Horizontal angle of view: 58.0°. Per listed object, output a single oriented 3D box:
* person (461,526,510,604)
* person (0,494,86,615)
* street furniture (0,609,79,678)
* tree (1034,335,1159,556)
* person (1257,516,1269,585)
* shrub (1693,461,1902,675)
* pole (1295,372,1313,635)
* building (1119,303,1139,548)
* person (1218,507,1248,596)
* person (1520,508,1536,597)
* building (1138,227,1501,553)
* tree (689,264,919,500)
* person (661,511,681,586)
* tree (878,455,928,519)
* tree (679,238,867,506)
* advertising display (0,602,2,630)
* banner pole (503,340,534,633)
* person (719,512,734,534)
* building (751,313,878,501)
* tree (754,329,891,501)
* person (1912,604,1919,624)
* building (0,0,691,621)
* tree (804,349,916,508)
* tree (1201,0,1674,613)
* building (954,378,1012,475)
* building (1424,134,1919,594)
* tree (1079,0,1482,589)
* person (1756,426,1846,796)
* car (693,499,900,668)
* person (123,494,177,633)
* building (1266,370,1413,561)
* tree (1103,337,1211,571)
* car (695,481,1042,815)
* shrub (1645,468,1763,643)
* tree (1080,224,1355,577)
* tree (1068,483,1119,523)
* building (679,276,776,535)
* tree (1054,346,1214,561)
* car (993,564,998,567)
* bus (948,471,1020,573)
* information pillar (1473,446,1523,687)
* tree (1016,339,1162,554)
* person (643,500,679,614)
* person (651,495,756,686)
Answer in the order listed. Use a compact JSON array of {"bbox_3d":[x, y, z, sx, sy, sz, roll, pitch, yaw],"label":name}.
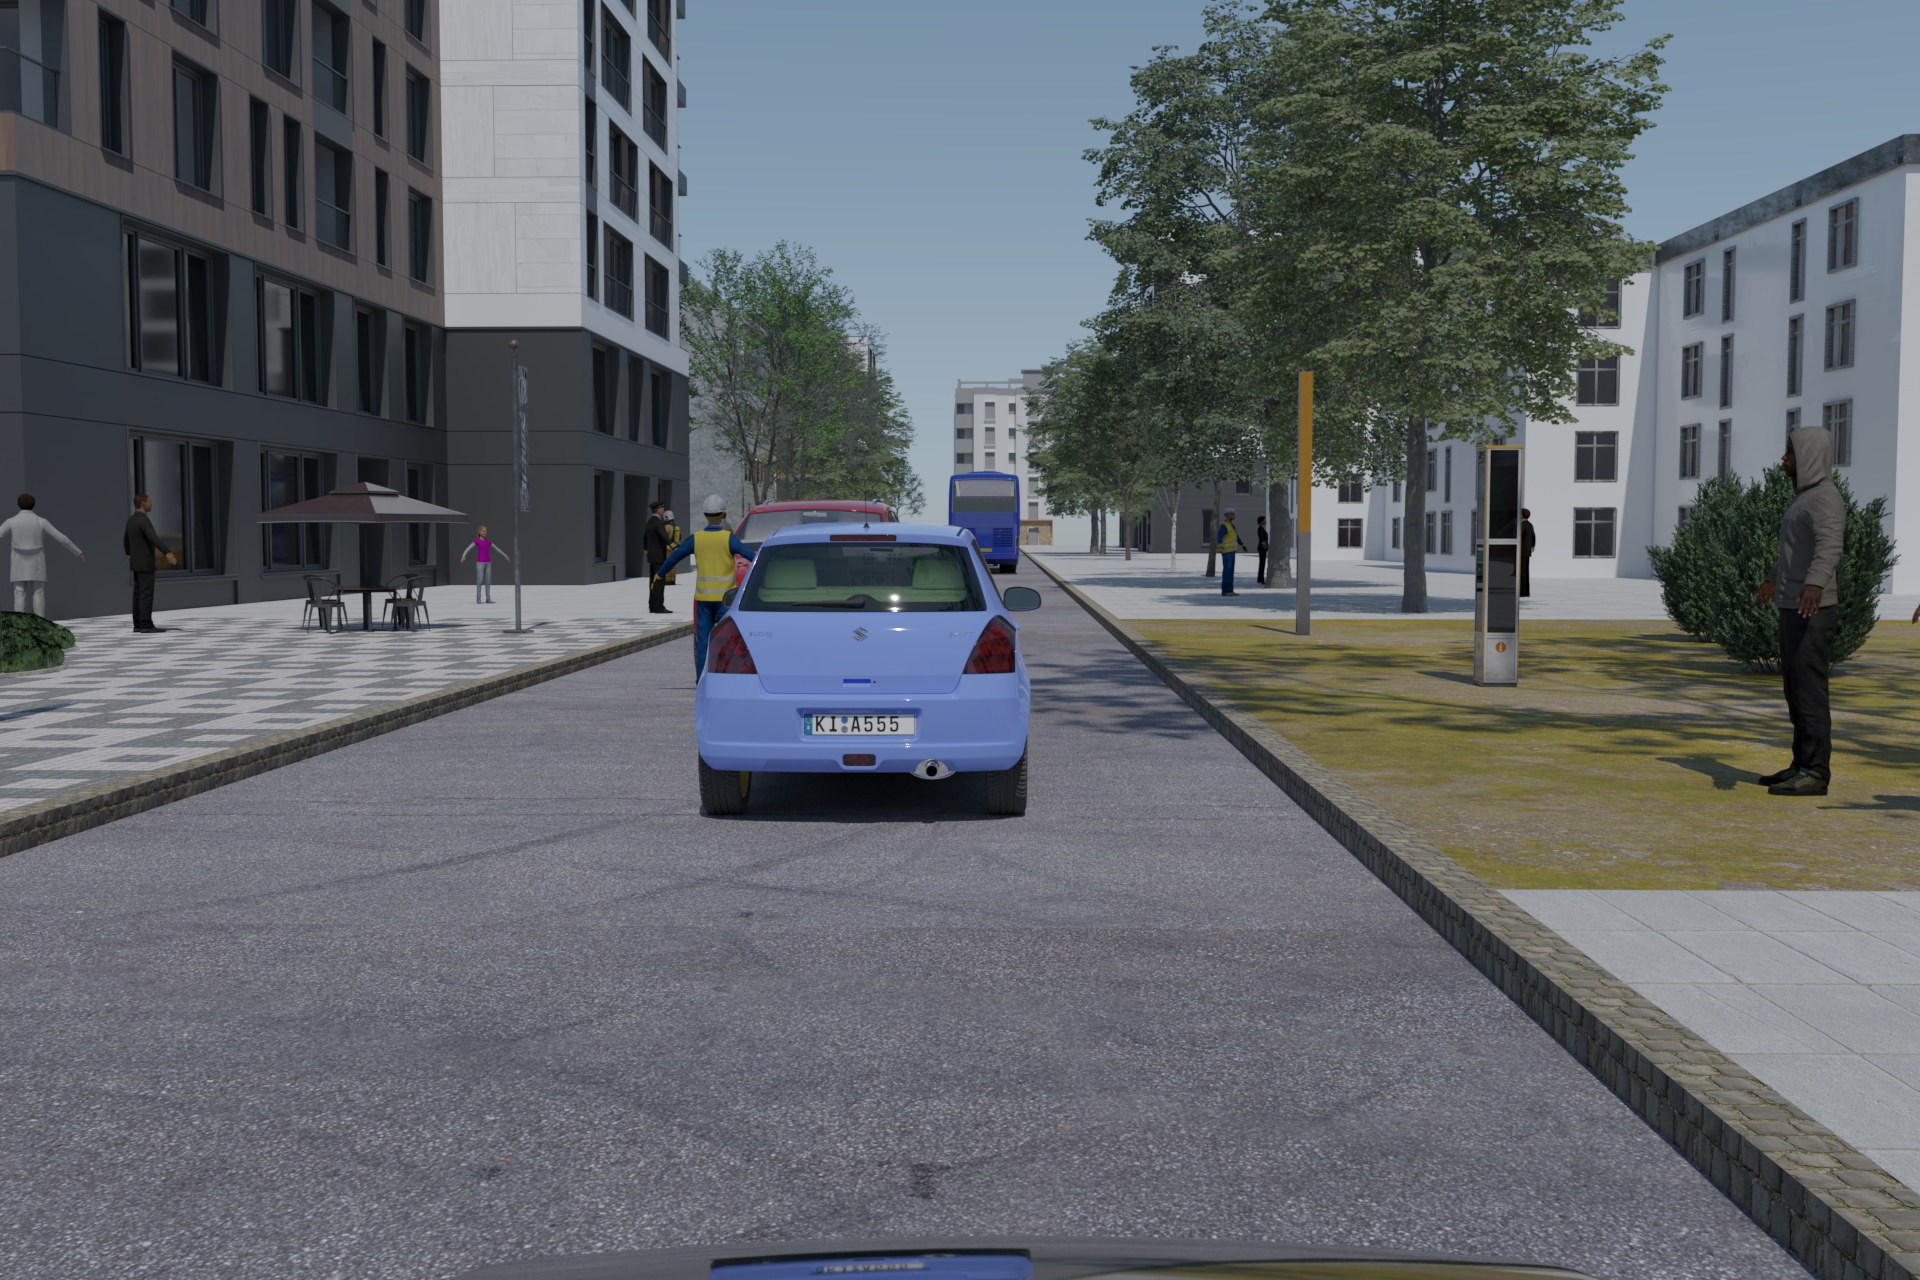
[{"bbox_3d":[-8.702,-1.375,31.743,0.599,1.433,0.991,3,5,44],"label":"person"},{"bbox_3d":[-12.213,-1.010,22.702,1.347,1.806,0.705,-2,4,-28],"label":"person"},{"bbox_3d":[-12.168,0.038,15.013,5.734,0.657,10.072,2,4,34],"label":"street furniture"},{"bbox_3d":[7.948,-11.095,99.525,7.486,12.596,7.792,0,3,0],"label":"tree"},{"bbox_3d":[7.741,-2.274,43.895,0.721,1.740,1.216,1,4,13],"label":"person"},{"bbox_3d":[7.641,-0.722,15.851,1.661,2.075,1.752,0,3,0],"label":"shrub"},{"bbox_3d":[4.349,-1.715,21.878,0.158,3.312,0.155,0,3,0],"label":"pole"},{"bbox_3d":[29.427,-19.907,169.453,27.936,21.610,32.646,0,4,2],"label":"building"},{"bbox_3d":[5.583,-1.823,35.783,0.705,1.833,1.349,2,4,32],"label":"person"},{"bbox_3d":[11.410,-1.772,35.157,0.705,1.806,1.347,3,5,42],"label":"person"},{"bbox_3d":[27.388,-17.599,131.713,27.936,21.610,32.646,0,4,2],"label":"building"},{"bbox_3d":[-7.533,-10.333,79.319,12.009,13.543,11.850,0,3,0],"label":"tree"},{"bbox_3d":[-7.264,-2.283,43.101,0.705,1.858,1.354,1,4,22],"label":"person"},{"bbox_3d":[-7.179,-16.423,202.930,7.601,10.594,8.767,0,4,3],"label":"tree"},{"bbox_3d":[-7.182,-8.332,61.990,9.928,11.665,9.643,0,3,0],"label":"tree"},{"bbox_3d":[-6.596,-0.371,11.286,0.123,1.923,0.974,0,4,2],"label":"advertising display"},{"bbox_3d":[-5.745,-1.997,22.666,0.401,3.779,0.863,0,4,1],"label":"banner pole"},{"bbox_3d":[-5.140,-1.898,37.308,0.705,1.796,1.348,2,4,27],"label":"person"},{"bbox_3d":[-23.454,-20.351,176.709,27.936,21.610,32.646,0,4,1],"label":"building"},{"bbox_3d":[-7.554,-10.737,93.675,7.486,12.596,7.792,0,3,0],"label":"tree"},{"bbox_3d":[4.706,-0.062,7.163,1.345,1.843,0.704,1,4,15],"label":"person"},{"bbox_3d":[-23.328,-12.037,40.774,27.936,21.610,32.646,0,4,2],"label":"building"},{"bbox_3d":[-6.438,-11.536,106.740,7.486,12.596,7.792,0,3,0],"label":"tree"},{"bbox_3d":[7.716,-6.701,27.692,7.486,12.596,7.792,0,3,0],"label":"tree"},{"bbox_3d":[-0.422,-21.075,203.453,11.380,20.090,16.016,0,4,6],"label":"building"},{"bbox_3d":[20.967,-6.627,50.501,9.099,9.664,28.070,0,4,2],"label":"building"},{"bbox_3d":[7.421,-8.179,40.389,9.857,13.997,8.962,0,3,0],"label":"tree"},{"bbox_3d":[4.176,-0.151,8.605,0.705,1.813,1.348,1,4,17],"label":"person"},{"bbox_3d":[-1.493,-0.600,18.490,2.281,1.827,5.304,0,4,2],"label":"car"},{"bbox_3d":[-10.569,-0.994,22.474,1.346,1.802,0.704,3,5,42],"label":"person"},{"bbox_3d":[21.707,-8.777,85.646,9.099,9.664,28.070,0,4,1],"label":"building"},{"bbox_3d":[7.559,-6.707,60.019,4.360,8.622,3.978,0,3,0],"label":"tree"},{"bbox_3d":[-0.478,-0.034,10.142,1.945,1.707,3.694,0,3,0],"label":"car"},{"bbox_3d":[9.104,-1.012,20.585,1.661,2.075,1.752,0,3,0],"label":"shrub"},{"bbox_3d":[7.620,-7.150,51.322,8.767,10.594,7.601,-1,4,-21],"label":"tree"},{"bbox_3d":[16.583,-17.900,203.042,12.009,13.543,11.850,0,3,0],"label":"tree"},{"bbox_3d":[-24.250,-18.282,129.836,19.493,23.208,18.063,0,4,1],"label":"building"},{"bbox_3d":[8.258,-9.132,83.713,8.767,10.594,7.601,1,4,18],"label":"tree"},{"bbox_3d":[0.862,-4.137,77.862,2.015,1.641,3.980,0,4,1],"label":"car"},{"bbox_3d":[0.966,-4.607,66.875,2.896,3.916,12.251,0,4,1],"label":"bus"},{"bbox_3d":[4.524,-0.617,14.575,0.304,2.012,0.304,0,4,2],"label":"information pillar"},{"bbox_3d":[8.527,-12.475,110.622,9.857,13.997,8.962,0,3,0],"label":"tree"},{"bbox_3d":[-4.861,-1.349,27.988,0.705,1.837,1.347,-2,4,-33],"label":"person"},{"bbox_3d":[-2.131,-0.385,15.220,1.216,1.772,0.721,0,4,6],"label":"person"}]
